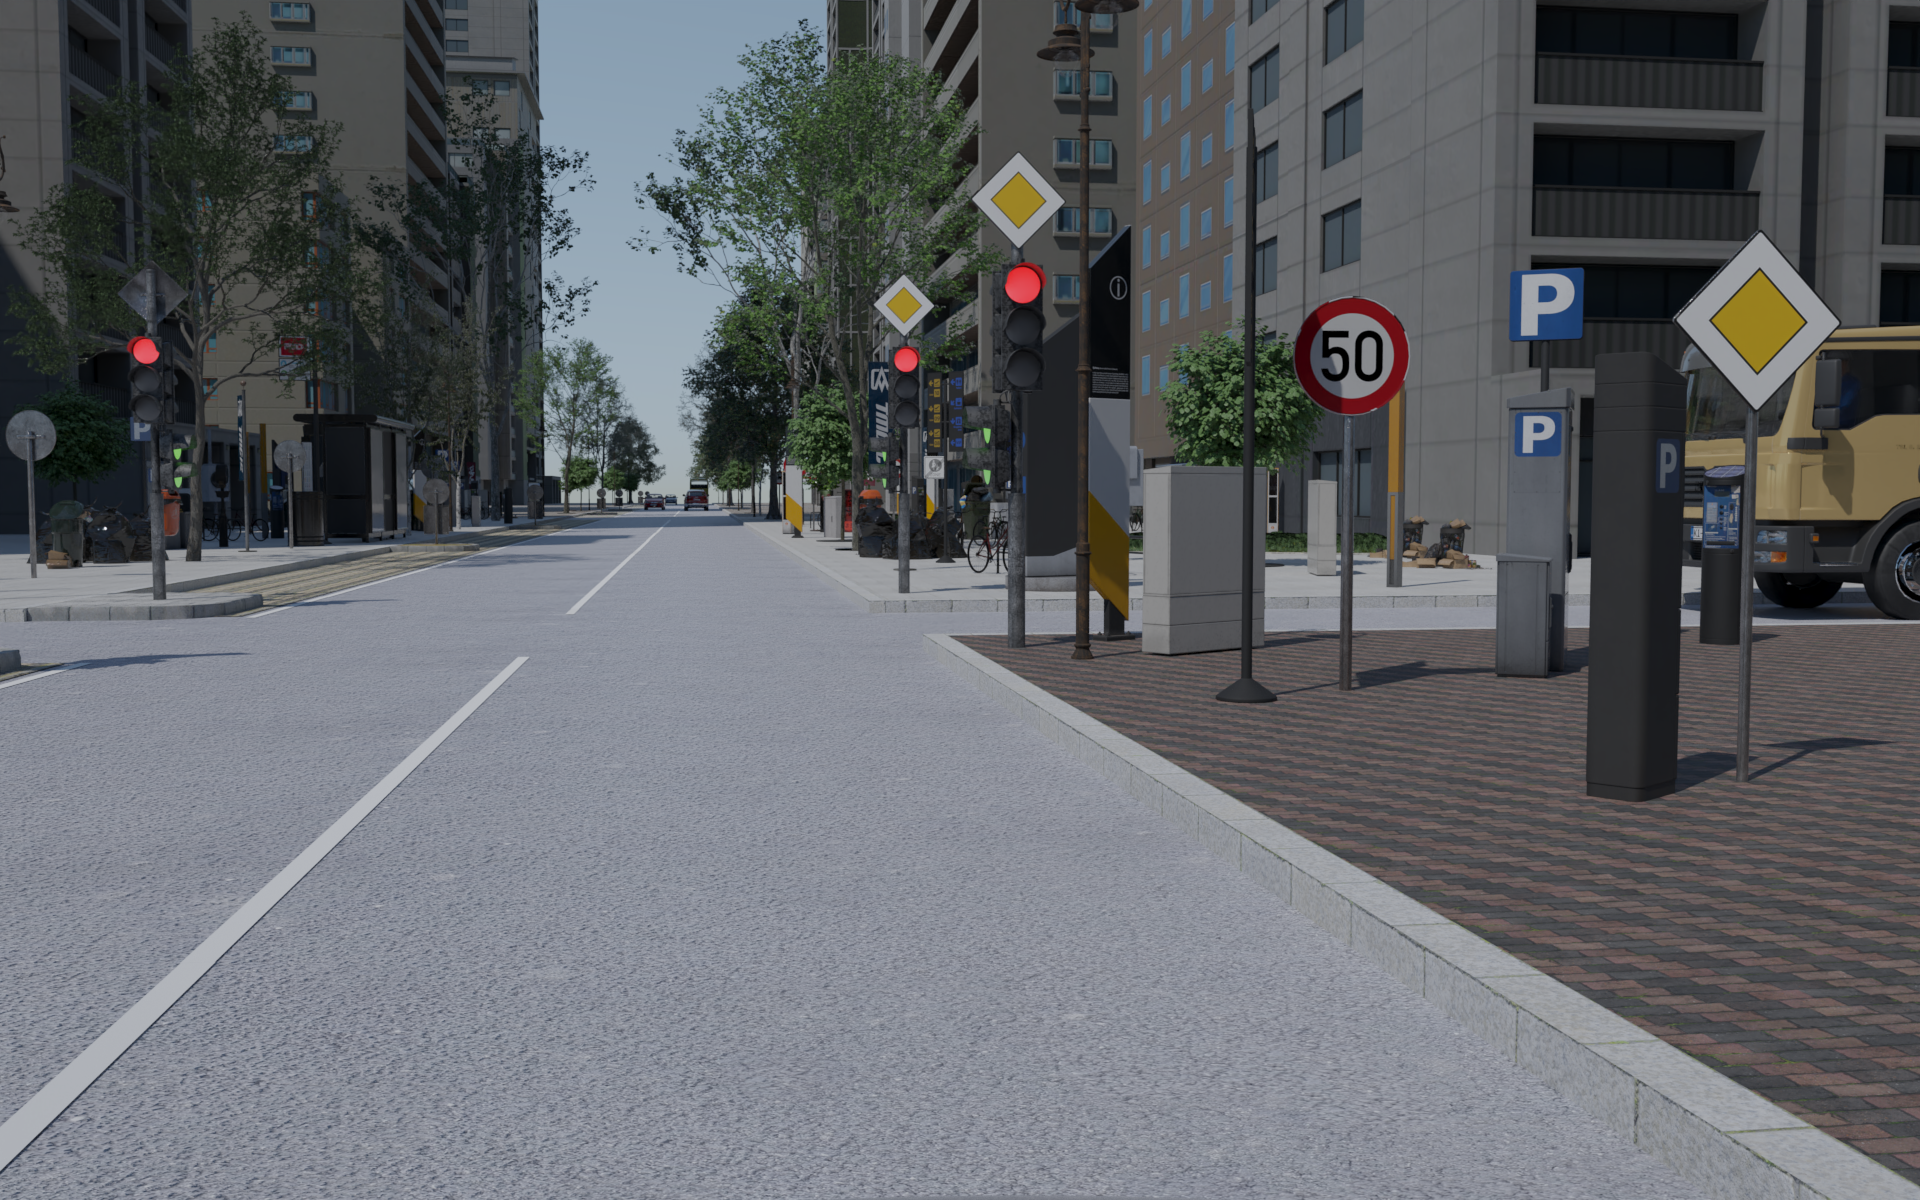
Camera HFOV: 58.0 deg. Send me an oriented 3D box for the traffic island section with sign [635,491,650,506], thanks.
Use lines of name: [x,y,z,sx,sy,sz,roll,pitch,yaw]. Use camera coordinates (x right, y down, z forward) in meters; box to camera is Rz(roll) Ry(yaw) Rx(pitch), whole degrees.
traffic island section with sign: [-37.009,-11.774,201.136,1.989,1.847,2.006,-1,4,-9]

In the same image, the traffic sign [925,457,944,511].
traffic sign: [-0.672,-2.747,47.040,0.606,2.300,0.079,0,4,-6]

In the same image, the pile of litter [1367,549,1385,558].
pile of litter: [8.946,-1.262,34.606,1.176,0.858,1.719,-2,4,-29]

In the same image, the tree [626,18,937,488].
tree: [-7.417,-13.205,71.793,12.611,20.169,13.585,0,3,0]

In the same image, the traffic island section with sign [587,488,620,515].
traffic island section with sign: [-24.613,-6.763,119.208,1.989,1.847,2.006,-1,4,-9]

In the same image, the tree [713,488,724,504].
tree: [-29.972,-16.483,219.867,4.737,8.622,4.395,0,3,0]

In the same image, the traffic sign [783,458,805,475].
traffic sign: [-5.120,-3.297,54.005,0.768,2.556,0.104,0,4,-1]

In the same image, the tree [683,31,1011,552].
tree: [-2.318,-6.923,38.951,9.928,11.665,9.643,0,3,0]

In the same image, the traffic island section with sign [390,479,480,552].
traffic island section with sign: [-13.151,-2.132,43.478,1.989,1.847,2.006,-1,4,-9]

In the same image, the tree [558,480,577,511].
tree: [-29.987,-8.422,132.300,1.663,3.219,1.824,0,3,0]

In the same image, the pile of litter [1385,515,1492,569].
pile of litter: [8.427,-0.986,30.082,1.176,0.858,1.719,-1,4,-21]

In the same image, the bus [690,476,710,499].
bus: [-36.044,-15.177,239.688,2.896,3.916,12.252,0,4,-8]

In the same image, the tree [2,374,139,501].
tree: [-24.447,-3.906,47.571,4.285,4.588,4.351,0,3,0]

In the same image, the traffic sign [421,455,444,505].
traffic sign: [-17.346,-3.476,56.936,0.768,2.556,0.104,0,4,1]

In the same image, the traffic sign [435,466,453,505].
traffic sign: [-20.202,-4.129,67.515,0.884,2.594,0.081,0,4,-6]

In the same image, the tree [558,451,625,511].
tree: [-28.111,-8.829,128.062,4.285,4.588,4.351,0,3,0]

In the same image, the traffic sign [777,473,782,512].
traffic sign: [-9.941,-5.826,95.358,0.768,2.556,0.104,0,4,-8]

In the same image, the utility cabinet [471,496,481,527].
utility cabinet: [-19.031,-3.487,68.174,0.306,1.237,1.020,-1,4,-12]

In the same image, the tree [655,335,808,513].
tree: [-13.860,-12.547,115.515,12.009,13.543,11.850,0,3,0]

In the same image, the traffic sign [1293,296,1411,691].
traffic sign: [2.520,-0.681,11.247,0.768,2.556,0.104,0,4,-3]

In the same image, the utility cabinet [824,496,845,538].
utility cabinet: [-3.706,-2.432,50.925,0.306,1.237,1.020,-2,4,-25]

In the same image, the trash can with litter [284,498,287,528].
trash can with litter: [-25.801,-3.346,66.096,1.055,1.170,0.624,0,4,3]

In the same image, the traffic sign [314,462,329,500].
traffic sign: [-19.696,-3.308,54.084,0.884,2.594,0.081,0,4,-8]

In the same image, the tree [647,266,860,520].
tree: [-9.371,-10.411,87.231,9.611,12.733,9.660,0,3,0]

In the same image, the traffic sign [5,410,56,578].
traffic sign: [-14.113,-1.603,26.317,0.768,2.556,0.104,0,4,0]

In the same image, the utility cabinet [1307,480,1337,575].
utility cabinet: [5.767,-1.154,27.541,0.318,1.500,1.173,0,4,4]

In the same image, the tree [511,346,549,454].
tree: [-25.667,-11.471,113.298,9.928,11.665,9.643,0,3,0]

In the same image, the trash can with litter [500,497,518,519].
trash can with litter: [-24.218,-4.902,91.208,2.233,1.210,1.678,-1,4,-11]

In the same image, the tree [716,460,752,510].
tree: [-18.222,-9.783,143.663,4.285,4.588,4.351,0,3,0]

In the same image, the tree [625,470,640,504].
tree: [-39.134,-12.956,195.549,4.285,4.588,4.351,0,3,0]

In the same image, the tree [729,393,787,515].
tree: [-11.924,-9.397,104.000,4.360,8.622,3.978,0,3,0]

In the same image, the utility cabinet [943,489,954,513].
utility cabinet: [-0.728,-4.214,77.575,0.318,1.500,1.173,-2,4,-32]

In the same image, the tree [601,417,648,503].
tree: [-47.810,-20.450,251.367,9.611,12.733,9.660,0,3,0]

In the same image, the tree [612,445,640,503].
tree: [-46.503,-17.806,241.486,4.360,8.622,3.978,0,3,0]

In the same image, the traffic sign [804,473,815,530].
traffic sign: [-5.135,-3.714,60.728,0.884,2.594,0.081,0,4,1]

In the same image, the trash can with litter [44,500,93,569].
trash can with litter: [-15.459,-1.138,30.000,0.624,1.170,1.055,-1,4,-15]

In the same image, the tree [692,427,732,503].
tree: [-26.764,-17.142,198.391,7.486,12.596,7.792,0,3,0]

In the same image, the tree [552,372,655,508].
tree: [-34.250,-15.580,165.103,12.009,13.543,11.850,0,3,0]

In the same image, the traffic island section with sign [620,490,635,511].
traffic island section with sign: [-28.724,-8.425,146.380,1.989,1.847,2.006,-1,4,-9]

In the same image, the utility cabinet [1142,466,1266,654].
utility cabinet: [1.987,-0.331,14.095,1.173,1.500,0.318,-3,5,-41]

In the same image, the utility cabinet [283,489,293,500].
utility cabinet: [-31.673,-4.463,81.645,0.318,1.500,1.173,-2,4,-28]

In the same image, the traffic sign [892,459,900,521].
traffic sign: [-2.294,-3.656,59.889,0.768,2.556,0.104,0,4,-1]

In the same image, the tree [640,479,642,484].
tree: [-43.976,-15.115,230.849,4.285,4.588,4.351,0,3,0]

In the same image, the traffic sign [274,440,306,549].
traffic sign: [-15.748,-2.484,40.715,0.768,2.556,0.104,0,4,0]

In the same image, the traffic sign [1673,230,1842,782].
traffic sign: [3.494,-0.397,7.670,0.795,2.450,0.064,0,4,-8]

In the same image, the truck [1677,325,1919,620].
truck: [12.828,-1.535,21.020,9.791,3.379,3.469,-1,4,-8]

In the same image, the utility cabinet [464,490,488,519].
utility cabinet: [-24.697,-4.876,88.403,0.318,1.500,1.173,3,5,41]

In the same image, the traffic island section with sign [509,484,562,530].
traffic island section with sign: [-17.214,-3.774,70.339,1.989,1.847,2.006,-1,4,-9]
